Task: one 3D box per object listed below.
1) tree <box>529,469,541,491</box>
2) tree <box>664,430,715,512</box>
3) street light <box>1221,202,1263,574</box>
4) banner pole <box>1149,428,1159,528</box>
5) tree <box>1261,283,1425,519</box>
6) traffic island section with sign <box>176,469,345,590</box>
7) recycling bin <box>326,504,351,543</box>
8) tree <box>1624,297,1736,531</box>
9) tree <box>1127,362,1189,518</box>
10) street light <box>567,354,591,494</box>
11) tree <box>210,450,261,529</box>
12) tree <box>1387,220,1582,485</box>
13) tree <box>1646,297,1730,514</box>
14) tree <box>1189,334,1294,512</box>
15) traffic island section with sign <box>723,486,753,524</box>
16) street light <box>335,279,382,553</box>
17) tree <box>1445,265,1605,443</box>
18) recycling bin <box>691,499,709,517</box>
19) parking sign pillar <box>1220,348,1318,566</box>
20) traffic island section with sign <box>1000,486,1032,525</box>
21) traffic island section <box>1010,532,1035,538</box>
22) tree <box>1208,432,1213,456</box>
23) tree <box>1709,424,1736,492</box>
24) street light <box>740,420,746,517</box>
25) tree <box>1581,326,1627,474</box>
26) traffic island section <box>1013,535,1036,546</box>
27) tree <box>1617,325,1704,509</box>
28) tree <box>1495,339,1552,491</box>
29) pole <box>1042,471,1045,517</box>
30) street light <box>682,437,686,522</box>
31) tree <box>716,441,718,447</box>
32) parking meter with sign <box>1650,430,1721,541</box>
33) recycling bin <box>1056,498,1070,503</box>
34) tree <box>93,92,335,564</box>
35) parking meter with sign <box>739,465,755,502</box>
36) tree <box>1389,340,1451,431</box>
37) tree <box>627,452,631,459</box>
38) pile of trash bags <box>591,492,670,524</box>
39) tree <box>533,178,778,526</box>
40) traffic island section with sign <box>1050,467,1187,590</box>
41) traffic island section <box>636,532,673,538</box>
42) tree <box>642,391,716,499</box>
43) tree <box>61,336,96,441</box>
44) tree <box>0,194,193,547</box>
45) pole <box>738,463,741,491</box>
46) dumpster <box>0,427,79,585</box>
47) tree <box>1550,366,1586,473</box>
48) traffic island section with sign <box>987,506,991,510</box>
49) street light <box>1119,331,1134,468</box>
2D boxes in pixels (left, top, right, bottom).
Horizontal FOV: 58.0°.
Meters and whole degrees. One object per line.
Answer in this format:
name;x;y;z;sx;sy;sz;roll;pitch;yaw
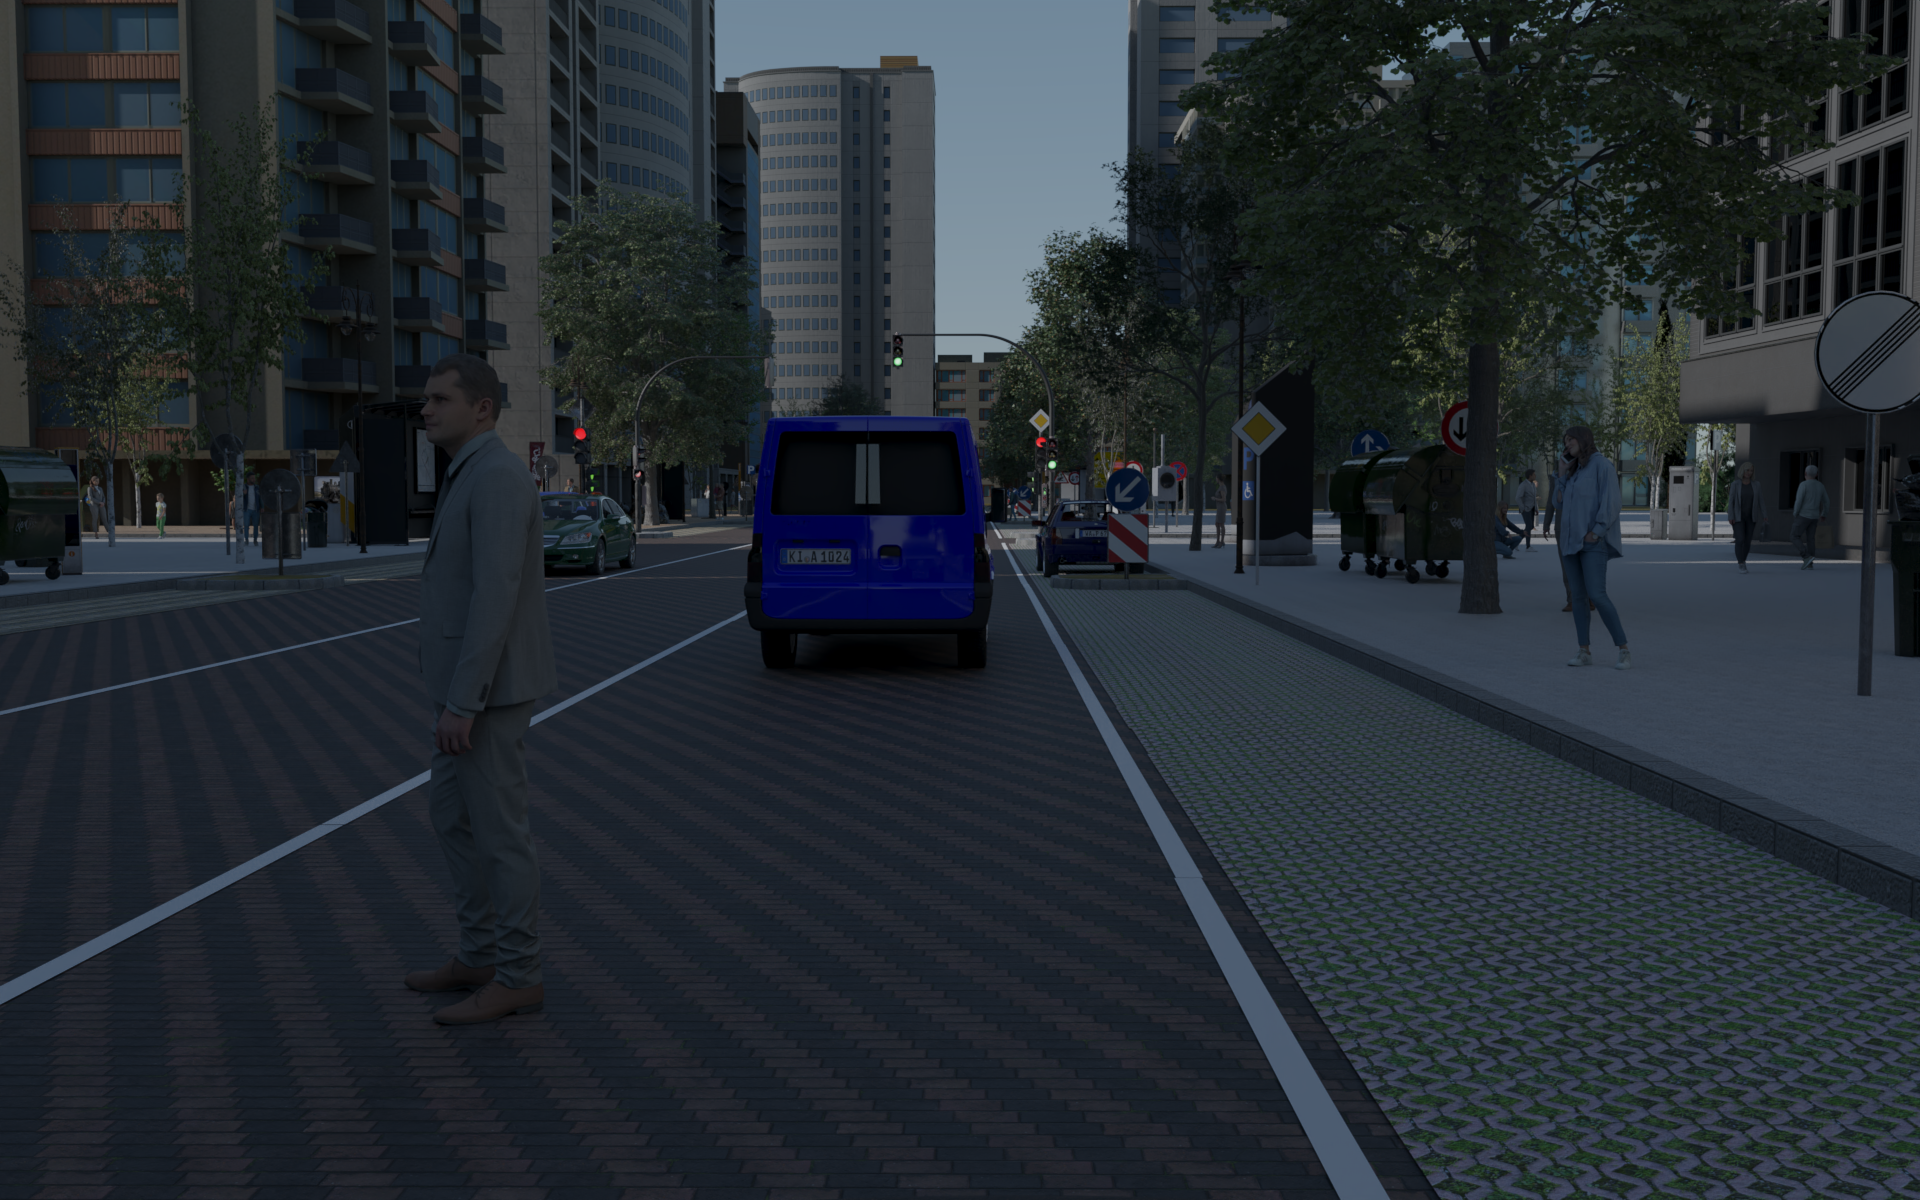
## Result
tree;-25.733;-6.691;103.996;1.663;3.219;1.824;0;3;0
tree;-19.205;-10.558;122.978;4.737;8.622;4.395;0;3;0
street light;4.514;-3.365;27.809;0.468;5.910;1.993;0;4;1
banner pole;7.384;-4.634;65.779;0.401;3.779;0.863;0;4;6
tree;19.768;-10.600;90.312;9.611;12.733;9.660;0;3;0
traffic island section with sign;-10.608;-1.096;26.549;1.989;1.847;2.006;0;4;1
recycling bin;-16.343;-2.001;45.273;0.722;1.027;0.722;0;4;1
tree;26.669;-6.744;60.619;4.737;8.622;4.395;0;3;0
tree;10.525;-8.717;92.892;4.737;8.622;4.395;0;3;0
street light;-12.618;-5.179;57.471;0.468;5.910;1.993;0;4;1
tree;-26.615;-4.195;63.187;1.663;3.219;1.824;0;3;0
tree;12.681;-5.735;44.131;4.737;8.622;4.395;0;3;0
tree;51.563;-12.967;113.831;13.155;14.587;18.604;-2;4;-31
tree;13.693;-7.827;78.329;4.737;8.622;4.395;0;3;0
traffic island section with sign;-10.102;-4.484;81.944;1.989;1.847;2.006;0;4;1
street light;-12.939;-3.951;37.389;0.468;5.910;1.993;0;4;1
tree;20.530;-8.153;67.717;8.767;10.594;7.601;1;4;15
recycling bin;-14.320;-5.061;95.307;0.722;1.027;0.722;-3;4;-38
parking sign pillar;5.756;-2.622;31.341;1.447;3.967;1.447;-2;4;-26
traffic island section with sign;2.913;-4.476;81.815;1.989;1.847;2.006;0;4;1
traffic island section;2.682;-2.137;57.218;2.009;0.180;2.903;0;4;1
tree;15.044;-10.076;115.101;4.360;8.622;3.978;0;3;0
tree;44.684;-7.756;89.720;11.467;7.101;20.602;0;4;7
street light;-12.369;-7.705;98.767;0.468;5.910;1.993;0;4;1
tree;28.463;-7.351;70.557;4.737;8.622;4.395;0;3;0
traffic island section;2.609;-1.648;49.233;2.009;0.180;2.903;0;4;1
tree;31.030;-7.724;76.644;4.360;8.622;3.978;0;3;0
tree;24.911;-7.948;80.310;4.360;8.622;3.978;0;3;0
pole;4.786;-6.428;98.939;0.158;3.312;0.155;0;3;0
street light;-12.485;-6.446;78.187;0.468;5.910;1.993;0;4;1
tree;-19.561;-10.916;128.834;4.360;8.622;3.978;0;3;0
parking meter with sign;20.067;-3.164;47.989;0.543;3.016;1.738;-3;5;-45
recycling bin;6.065;-5.447;101.606;0.722;1.027;0.722;0;4;-8
tree;-13.437;-4.989;31.928;4.737;8.622;4.395;0;3;0
parking meter with sign;-12.989;-6.671;105.329;0.543;3.016;1.738;-2;4;-26
tree;29.653;-11.684;116.796;9.928;11.665;9.643;0;3;0
tree;-24.929;-9.001;130.876;4.285;4.588;4.351;0;3;0
pile of trash bags;-14.234;-3.924;73.911;3.447;1.369;1.912;-3;5;-40
tree;-12.484;-10.010;70.322;9.857;13.997;8.962;0;3;0
traffic island section with sign;2.404;-1.102;26.651;1.989;1.847;2.006;0;4;1
traffic island section;-10.658;-2.145;57.344;2.009;0.180;2.903;0;4;1
tree;-19.387;-10.215;117.375;4.360;8.622;3.978;0;3;0
tree;-31.185;-7.016;65.073;4.737;8.622;4.395;0;3;0
tree;-20.794;-5.584;41.666;4.360;8.622;3.978;0;3;0
pole;-14.467;-7.335;113.765;0.158;3.312;0.155;0;3;0
dumpster;-13.956;-1.377;25.015;1.502;2.255;1.985;0;4;0
tree;31.790;-8.742;93.294;4.360;8.622;3.978;0;3;0
traffic island section with sign;3.625;-9.220;159.379;1.989;1.847;2.006;0;4;1
street light;4.625;-4.628;48.461;0.468;5.910;1.993;0;4;1
